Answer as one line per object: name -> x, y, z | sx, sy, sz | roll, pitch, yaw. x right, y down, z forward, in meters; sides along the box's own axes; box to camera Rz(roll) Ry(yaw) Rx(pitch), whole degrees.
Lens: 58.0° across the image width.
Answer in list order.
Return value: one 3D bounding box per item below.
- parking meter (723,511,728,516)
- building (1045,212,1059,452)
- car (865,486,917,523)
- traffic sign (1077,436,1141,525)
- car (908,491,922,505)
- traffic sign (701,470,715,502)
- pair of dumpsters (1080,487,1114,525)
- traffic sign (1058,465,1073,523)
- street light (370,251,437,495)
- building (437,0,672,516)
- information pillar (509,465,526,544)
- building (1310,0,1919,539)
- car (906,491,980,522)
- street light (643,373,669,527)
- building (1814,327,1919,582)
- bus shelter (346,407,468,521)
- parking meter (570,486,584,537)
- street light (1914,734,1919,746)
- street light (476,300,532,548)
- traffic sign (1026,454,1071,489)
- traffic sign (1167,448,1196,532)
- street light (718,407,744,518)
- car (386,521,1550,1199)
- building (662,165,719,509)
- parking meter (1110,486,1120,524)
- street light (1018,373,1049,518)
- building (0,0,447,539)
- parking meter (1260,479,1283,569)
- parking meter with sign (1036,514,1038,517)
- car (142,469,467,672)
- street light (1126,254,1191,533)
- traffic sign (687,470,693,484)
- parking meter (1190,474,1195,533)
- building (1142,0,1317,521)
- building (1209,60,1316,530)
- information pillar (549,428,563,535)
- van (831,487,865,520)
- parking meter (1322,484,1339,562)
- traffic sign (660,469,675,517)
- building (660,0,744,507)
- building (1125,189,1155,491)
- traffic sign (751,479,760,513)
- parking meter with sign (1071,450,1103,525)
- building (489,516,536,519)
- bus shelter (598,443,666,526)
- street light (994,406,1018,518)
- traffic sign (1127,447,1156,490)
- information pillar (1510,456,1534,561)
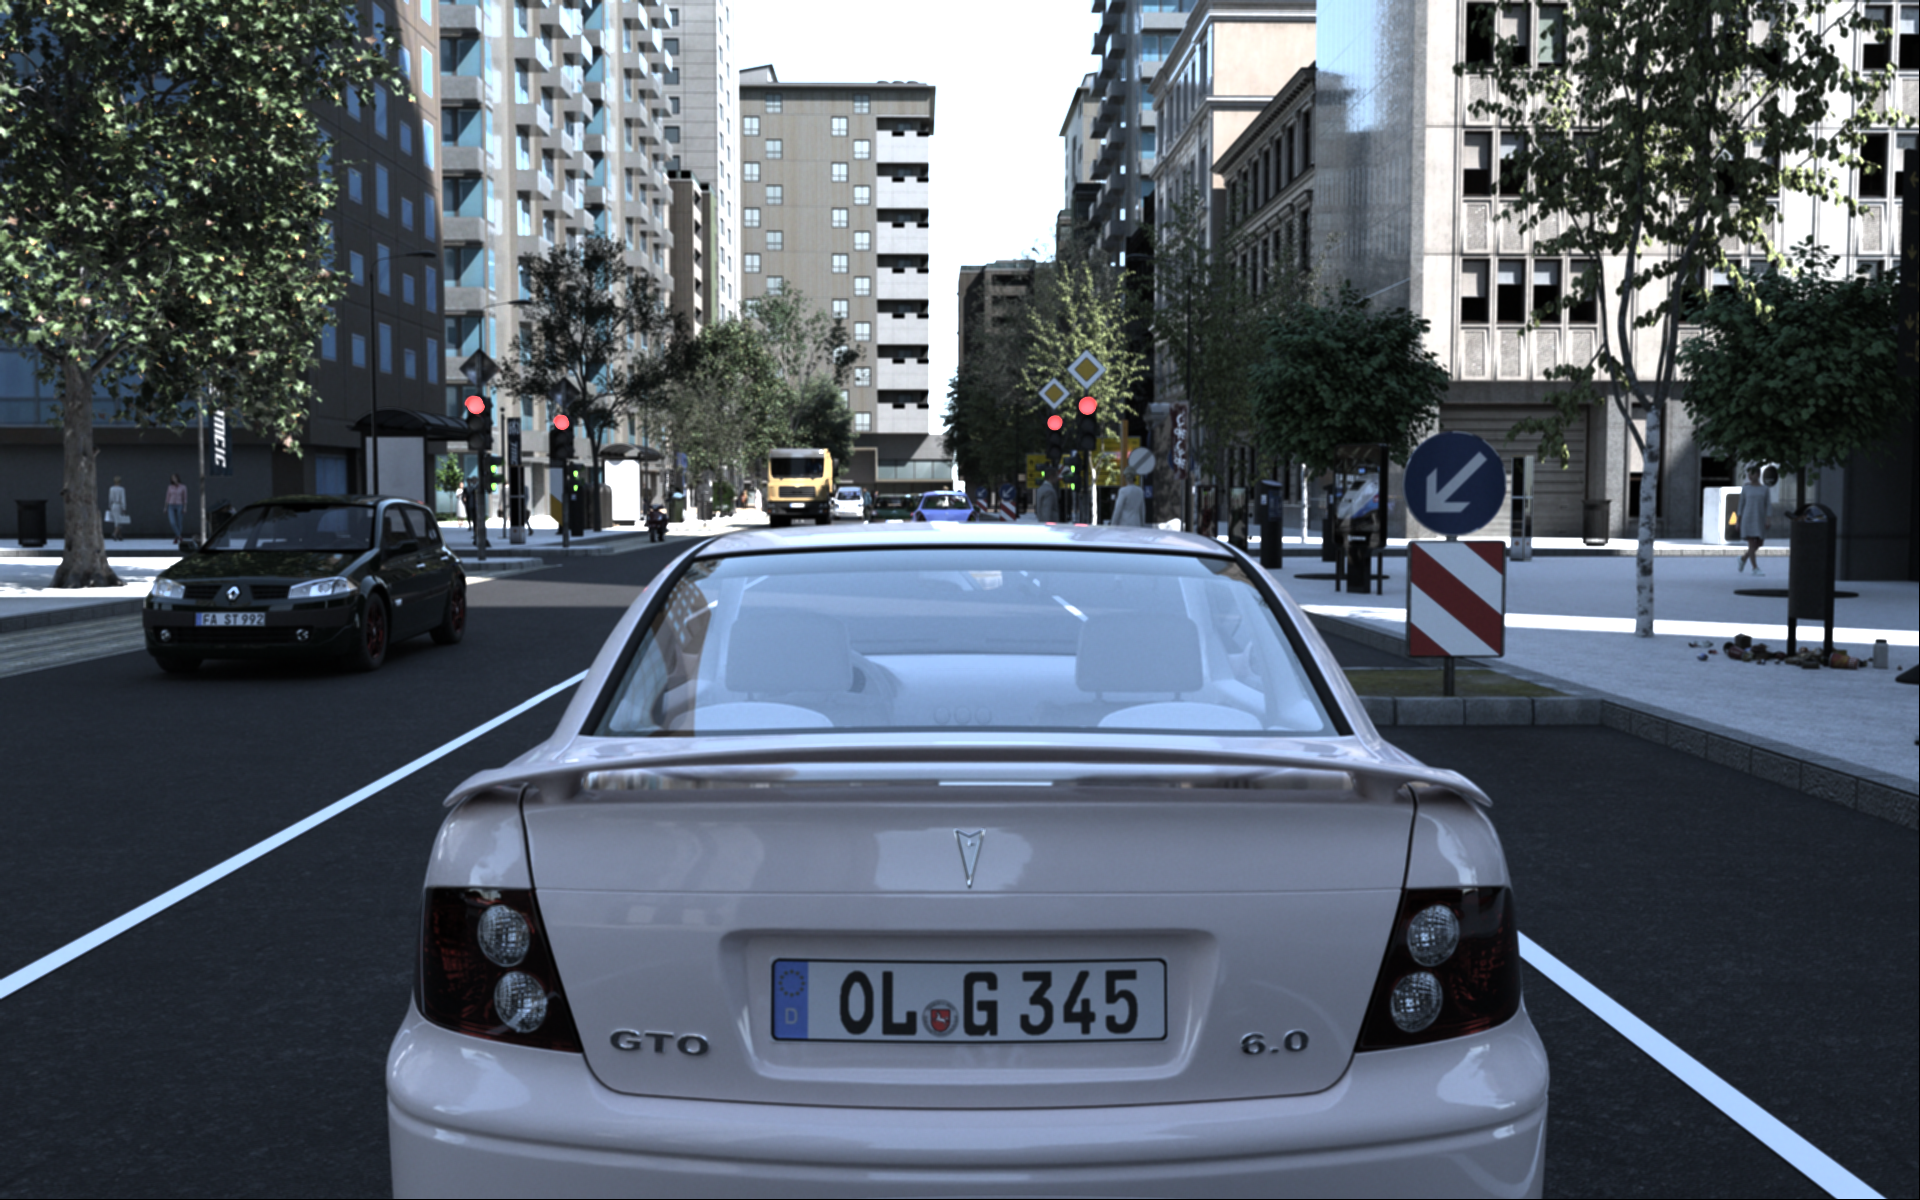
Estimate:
parking meter -> -13.638, -5.790, 100.378 | 0.255, 1.863, 0.399 | 2, 4, 33
building -> 16.576, -24.827, 177.630 | 14.160, 30.474, 14.107 | 0, 4, -1
car -> -2.124, -2.882, 56.910 | 2.009, 1.686, 4.222 | 0, 4, -1
traffic sign -> 5.266, -4.123, 61.285 | 2.265, 3.308, 0.079 | 0, 4, 8
car -> -2.578, -5.455, 99.406 | 2.015, 1.641, 3.980 | 0, 3, 0
traffic sign -> -13.138, -5.519, 90.347 | 0.768, 2.556, 0.104 | 0, 4, 3
pair of dumpsters -> 5.475, -3.809, 64.764 | 1.574, 2.255, 4.437 | 0, 4, -1
traffic sign -> 3.958, -3.937, 64.368 | 0.884, 2.594, 0.081 | 1, 4, 8
street light -> -10.697, -3.711, 33.224 | 1.470, 5.913, 1.316 | 0, 4, -1
building -> -33.947, -31.261, 130.733 | 23.786, 49.044, 30.456 | 0, 4, -1
information pillar -> -11.346, -2.440, 44.379 | 0.304, 2.012, 0.304 | 1, 4, 11
building -> 22.398, -14.459, 54.428 | 19.932, 24.808, 12.078 | 0, 4, -1
car -> -0.418, -2.136, 44.508 | 1.945, 1.707, 3.694 | 0, 4, -3
street light -> -11.503, -5.746, 66.488 | 1.470, 5.913, 1.316 | 0, 4, -1
building -> 23.410, -35.222, 14.136 | 20.563, 71.187, 20.611 | 0, 4, -1
bus shelter -> -13.340, -3.008, 43.107 | 2.014, 3.302, 5.546 | 0, 4, -2
parking meter -> -11.592, -2.691, 52.415 | 0.372, 1.533, 0.369 | 0, 3, 0
street light -> 4.525, -2.212, 8.710 | 1.470, 5.913, 1.316 | 0, 4, -1
street light -> -10.912, -4.218, 41.503 | 1.470, 5.913, 1.316 | 0, 4, -1
traffic sign -> 4.460, -5.713, 87.277 | 2.265, 3.308, 0.079 | 0, 4, 1
traffic sign -> 5.623, -2.673, 43.809 | 0.768, 2.556, 0.104 | 1, 4, 8
street light -> -12.172, -7.308, 92.034 | 1.470, 5.913, 1.316 | 0, 4, -1
car -> 0.009, 0.479, 4.537 | 2.083, 1.381, 4.827 | 0, 3, 0
building -> -29.363, -23.374, 153.870 | 14.160, 30.474, 14.107 | 0, 4, -1
parking meter -> 5.059, -2.916, 56.094 | 0.372, 1.533, 0.369 | 0, 3, 0
street light -> 3.105, -5.741, 66.408 | 1.470, 5.913, 1.316 | 0, 4, -1
building -> -25.368, -24.733, 54.502 | 14.600, 45.320, 14.200 | 0, 4, -1
parking meter -> 5.363, -1.309, 29.809 | 0.372, 1.533, 0.369 | 0, 3, 0
parking meter with sign -> 4.577, -6.006, 94.456 | 0.543, 3.016, 1.738 | -1, 4, -17
car -> -5.612, -0.332, 15.210 | 2.009, 1.686, 4.222 | 0, 4, -2
street light -> 3.904, -3.740, 33.694 | 1.470, 5.913, 1.316 | 0, 4, -1
traffic sign -> -14.462, -5.582, 91.364 | 0.768, 2.556, 0.104 | 0, 4, 5
parking meter -> 6.704, -2.741, 50.527 | 0.255, 1.863, 0.399 | 2, 4, 34
building -> 17.612, -18.628, 90.480 | 13.634, 28.700, 20.117 | 0, 4, -1
building -> 17.055, -12.628, 71.090 | 10.561, 19.102, 19.286 | 0, 4, -1
information pillar -> -12.692, -3.873, 54.676 | 0.504, 3.616, 0.183 | 0, 4, -2
van -> -6.104, -5.416, 95.568 | 2.013, 2.044, 4.112 | 0, 4, -1
parking meter -> 7.079, -1.498, 32.904 | 0.372, 1.533, 0.369 | 0, 3, 0
traffic sign -> -11.968, -4.204, 70.869 | 0.606, 2.300, 0.079 | 0, 4, -1
building -> -33.143, -44.916, 172.631 | 20.611, 71.187, 20.563 | 0, 4, -1
building -> 17.536, -17.108, 109.394 | 12.332, 23.373, 15.834 | 0, 4, -1
traffic sign -> -13.656, -6.934, 115.494 | 0.606, 2.300, 0.079 | 0, 4, 3
parking meter with sign -> 5.090, -4.436, 68.796 | 0.543, 3.016, 1.738 | 3, 4, 36
building -> -33.828, -29.370, 99.808 | 23.786, 49.044, 30.456 | 0, 4, -1
bus shelter -> -13.485, -4.722, 71.131 | 2.014, 3.302, 5.546 | 0, 4, -1
street light -> 2.499, -7.280, 91.575 | 1.470, 5.913, 1.316 | 0, 4, -1
traffic sign -> 4.942, -2.880, 47.196 | 0.768, 2.556, 0.104 | 0, 4, 3
information pillar -> 10.762, -1.755, 33.179 | 0.304, 2.012, 0.304 | -3, 5, -41
